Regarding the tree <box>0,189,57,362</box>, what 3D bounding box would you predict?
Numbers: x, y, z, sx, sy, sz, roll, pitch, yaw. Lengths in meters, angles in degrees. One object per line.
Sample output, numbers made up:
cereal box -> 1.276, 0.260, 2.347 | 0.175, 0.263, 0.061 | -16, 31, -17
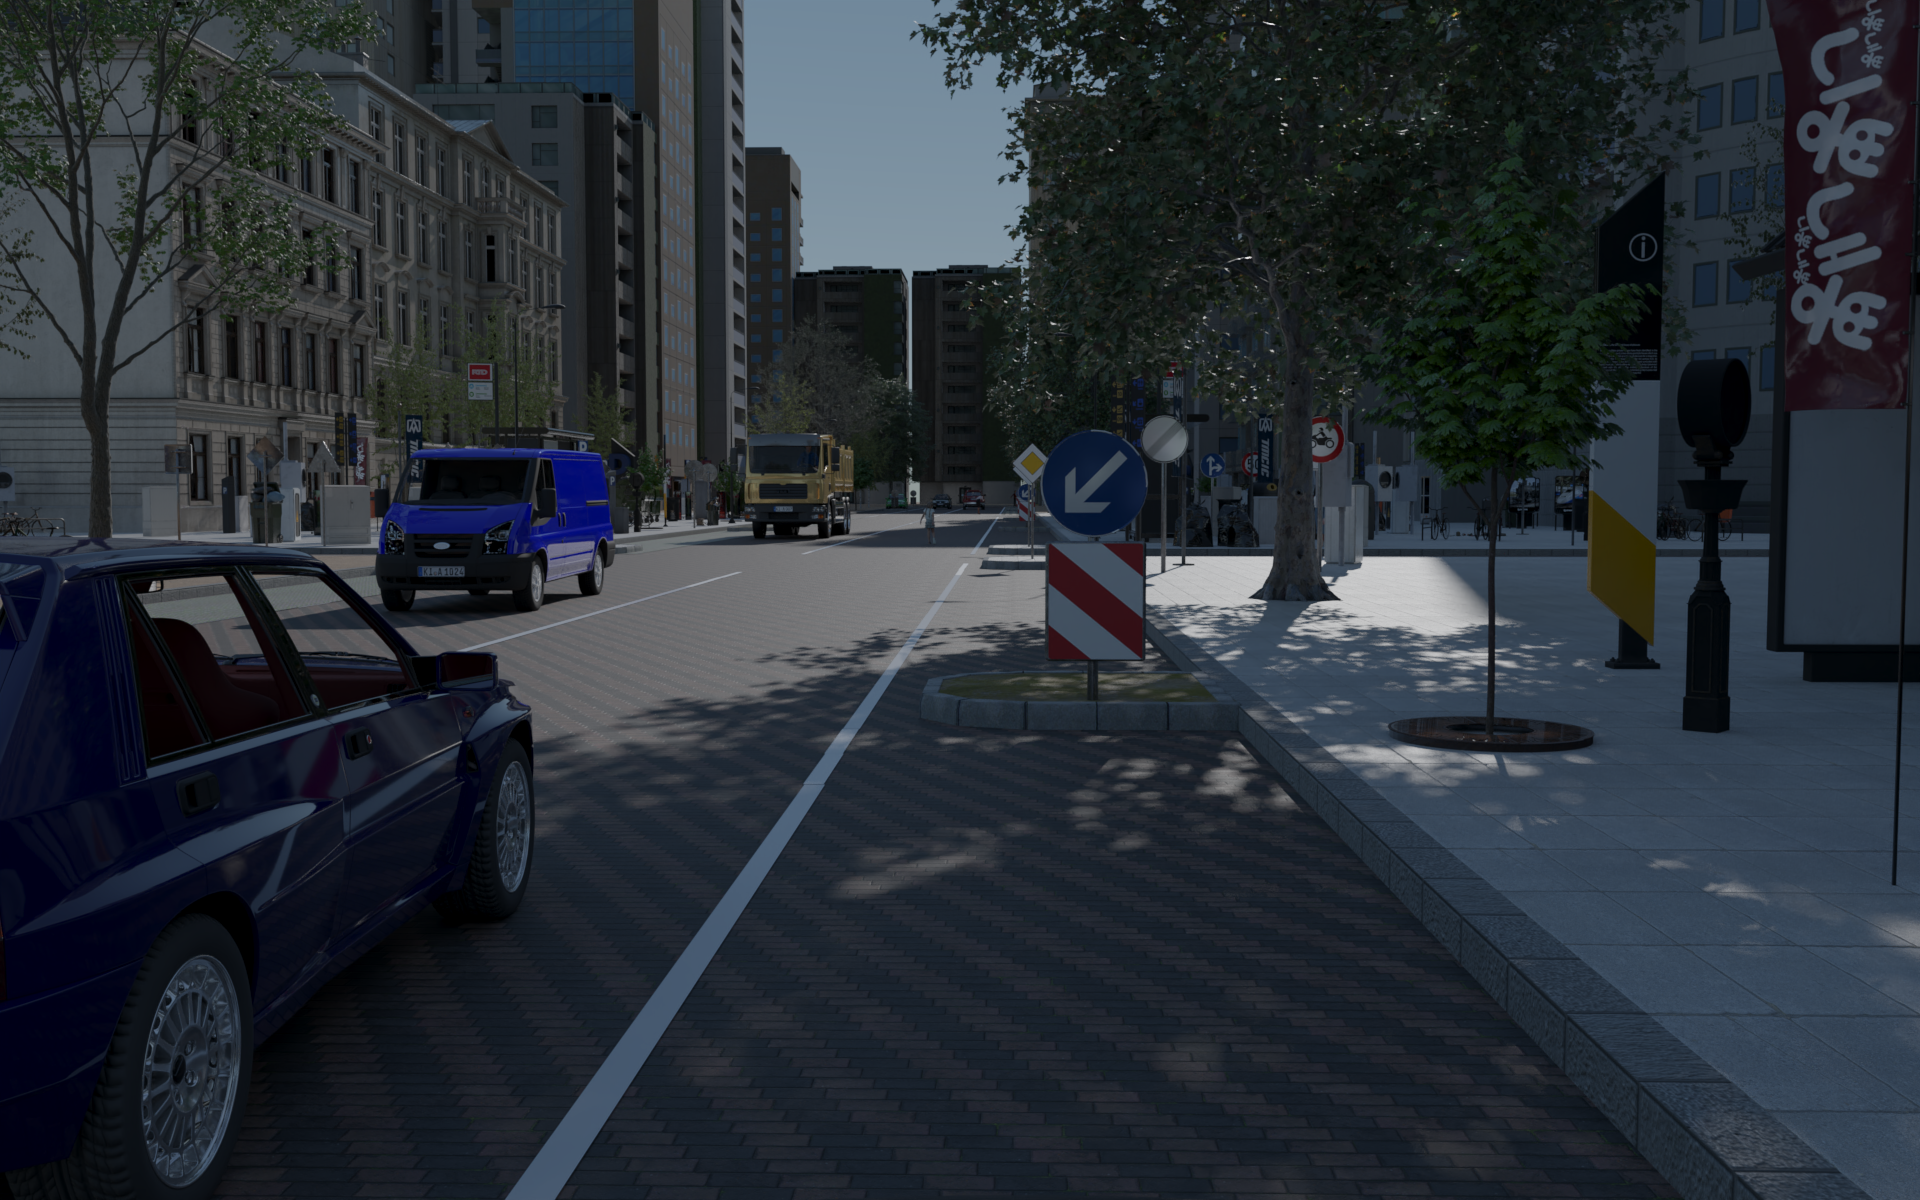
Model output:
tree -> -18.807, -4.943, 31.186 | 4.360, 8.622, 3.978 | 0, 3, 0

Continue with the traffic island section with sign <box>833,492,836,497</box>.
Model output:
traffic island section with sign -> -7.047, -5.227, 94.087 | 1.989, 1.847, 2.006 | 0, 4, 2

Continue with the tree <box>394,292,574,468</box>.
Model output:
tree -> -17.457, -6.944, 63.890 | 4.737, 8.622, 4.395 | 0, 3, 0

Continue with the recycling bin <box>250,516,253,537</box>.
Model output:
recycling bin -> -20.787, -2.410, 51.951 | 0.722, 1.027, 0.722 | 3, 4, 36

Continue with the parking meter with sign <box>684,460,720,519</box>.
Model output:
parking meter with sign -> -13.015, -5.585, 87.571 | 1.738, 3.016, 0.543 | 1, 4, 17

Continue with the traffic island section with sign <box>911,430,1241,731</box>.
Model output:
traffic island section with sign -> 0.747, -0.174, 11.465 | 1.989, 1.847, 2.006 | 0, 4, 2

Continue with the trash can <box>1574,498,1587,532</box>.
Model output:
trash can -> 21.085, -2.867, 58.528 | 0.748, 1.137, 0.748 | 0, 3, 0

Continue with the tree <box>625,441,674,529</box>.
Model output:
tree -> -11.556, -4.221, 63.608 | 1.663, 3.219, 1.824 | 0, 3, 0

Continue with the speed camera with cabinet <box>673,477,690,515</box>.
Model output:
speed camera with cabinet -> -17.197, -6.888, 106.953 | 0.660, 3.252, 2.038 | -1, 4, -23

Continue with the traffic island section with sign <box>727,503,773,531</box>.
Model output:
traffic island section with sign -> -7.893, -3.579, 67.145 | 1.989, 1.847, 2.006 | 0, 4, 2

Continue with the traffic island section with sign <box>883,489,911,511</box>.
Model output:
traffic island section with sign -> -5.430, -8.398, 145.927 | 1.989, 1.847, 2.006 | 0, 4, 2

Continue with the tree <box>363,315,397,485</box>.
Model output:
tree -> -21.905, -7.248, 68.872 | 4.737, 8.622, 4.395 | 0, 3, 0

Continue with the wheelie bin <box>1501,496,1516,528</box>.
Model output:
wheelie bin -> 21.034, -3.557, 66.058 | 0.693, 1.594, 0.980 | 0, 4, 3

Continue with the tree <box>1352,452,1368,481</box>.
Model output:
tree -> 21.804, -7.120, 100.123 | 4.285, 4.588, 4.351 | 0, 3, 0

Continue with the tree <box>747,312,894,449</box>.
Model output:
tree -> -9.323, -12.631, 116.885 | 12.009, 13.543, 11.850 | 0, 3, 0

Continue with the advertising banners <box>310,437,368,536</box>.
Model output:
advertising banners -> -19.089, -3.493, 53.306 | 2.074, 3.025, 0.090 | 1, 4, 16

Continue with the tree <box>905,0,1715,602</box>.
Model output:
tree -> 4.156, -6.339, 20.656 | 9.611, 12.733, 9.660 | 0, 3, 0

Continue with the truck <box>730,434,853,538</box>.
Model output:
truck -> -5.341, -3.799, 58.039 | 3.469, 3.379, 9.791 | 0, 4, 2

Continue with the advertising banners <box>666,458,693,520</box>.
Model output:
advertising banners -> -13.876, -5.452, 85.332 | 0.090, 3.025, 2.074 | 2, 4, 33

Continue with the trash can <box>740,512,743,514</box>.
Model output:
trash can -> -13.134, -5.542, 102.270 | 0.748, 1.137, 0.748 | 0, 3, 0

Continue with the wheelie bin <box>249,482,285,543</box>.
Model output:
wheelie bin -> -18.033, -2.272, 45.063 | 0.980, 1.594, 0.693 | 0, 4, 4

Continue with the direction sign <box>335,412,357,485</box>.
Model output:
direction sign -> -17.097, -3.443, 48.298 | 0.379, 3.537, 0.876 | 1, 4, 19

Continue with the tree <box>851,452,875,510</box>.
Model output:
tree -> -8.148, -9.321, 136.114 | 4.285, 4.588, 4.351 | 0, 3, 0

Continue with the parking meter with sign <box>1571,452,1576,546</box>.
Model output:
parking meter with sign -> 15.937, -2.832, 42.563 | 1.738, 3.016, 0.543 | 2, 4, 34

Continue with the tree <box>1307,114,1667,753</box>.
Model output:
tree -> 2.807, -0.873, 8.870 | 1.663, 3.219, 1.824 | 0, 3, 0

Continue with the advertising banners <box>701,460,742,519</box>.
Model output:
advertising banners -> -12.276, -5.690, 89.221 | 2.074, 3.025, 0.090 | -1, 4, -14

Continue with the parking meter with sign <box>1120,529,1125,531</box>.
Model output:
parking meter with sign -> 5.060, -3.904, 60.087 | 0.543, 3.016, 1.738 | -3, 4, -39

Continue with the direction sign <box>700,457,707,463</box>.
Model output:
direction sign -> -15.578, -6.929, 105.292 | 0.379, 3.537, 0.876 | 1, 4, 21

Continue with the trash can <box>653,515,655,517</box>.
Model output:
trash can -> -17.417, -5.229, 97.143 | 0.748, 1.137, 0.748 | 0, 3, 0

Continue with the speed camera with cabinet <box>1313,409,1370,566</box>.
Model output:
speed camera with cabinet -> 6.925, -2.277, 31.573 | 0.660, 3.252, 2.038 | 1, 4, 21

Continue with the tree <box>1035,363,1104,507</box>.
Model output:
tree -> 5.514, -8.494, 89.238 | 4.737, 8.622, 4.395 | 0, 3, 0

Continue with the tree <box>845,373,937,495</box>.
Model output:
tree -> -7.332, -16.778, 180.979 | 9.857, 13.997, 8.962 | 0, 3, 0

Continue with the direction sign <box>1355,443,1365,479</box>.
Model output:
direction sign -> 17.676, -5.179, 76.681 | 0.379, 3.537, 0.876 | -1, 4, -13

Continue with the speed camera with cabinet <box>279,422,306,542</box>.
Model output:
speed camera with cabinet -> -18.276, -3.233, 47.198 | 0.660, 3.252, 2.038 | -1, 4, -12

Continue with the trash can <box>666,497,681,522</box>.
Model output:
trash can -> -13.452, -4.249, 81.128 | 0.748, 1.137, 0.748 | 0, 3, 0

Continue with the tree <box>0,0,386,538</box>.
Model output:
tree -> -11.929, -5.999, 23.837 | 9.928, 11.665, 9.643 | 0, 3, 0

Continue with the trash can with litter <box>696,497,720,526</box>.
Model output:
trash can with litter -> -10.251, -3.593, 70.133 | 1.055, 1.170, 0.624 | 0, 4, 4

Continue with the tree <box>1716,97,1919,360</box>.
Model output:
tree -> 15.144, -4.868, 29.955 | 4.360, 8.622, 3.978 | 0, 3, 0

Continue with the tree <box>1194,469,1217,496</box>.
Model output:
tree -> 15.660, -7.001, 109.074 | 1.663, 3.219, 1.824 | 0, 3, 0

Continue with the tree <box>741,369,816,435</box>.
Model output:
tree -> -10.439, -9.270, 101.920 | 4.360, 8.622, 3.978 | 0, 3, 0

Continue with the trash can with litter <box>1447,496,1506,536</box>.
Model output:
trash can with litter -> 15.777, -2.559, 52.899 | 2.233, 1.210, 1.678 | -1, 4, -14

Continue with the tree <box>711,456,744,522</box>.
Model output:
tree -> -10.643, -5.287, 81.040 | 1.663, 3.219, 1.824 | 0, 3, 0

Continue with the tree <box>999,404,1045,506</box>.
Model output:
tree -> 8.882, -17.065, 185.675 | 9.857, 13.997, 8.962 | 0, 3, 0

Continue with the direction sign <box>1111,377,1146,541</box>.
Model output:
direction sign -> 3.149, -2.479, 32.521 | 0.379, 3.537, 0.876 | -3, 5, -40

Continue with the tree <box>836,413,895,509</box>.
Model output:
tree -> -8.827, -12.356, 152.384 | 4.737, 8.622, 4.395 | 0, 3, 0

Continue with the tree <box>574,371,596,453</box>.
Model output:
tree -> -19.433, -7.696, 76.198 | 4.737, 8.622, 4.395 | 0, 3, 0

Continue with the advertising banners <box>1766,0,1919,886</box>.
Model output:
advertising banners -> 3.576, -0.572, 5.548 | 2.074, 3.025, 0.090 | 0, 4, 5

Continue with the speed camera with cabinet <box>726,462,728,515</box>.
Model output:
speed camera with cabinet -> -13.775, -6.953, 108.015 | 2.038, 3.252, 0.660 | 1, 4, 18

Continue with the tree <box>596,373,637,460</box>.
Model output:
tree -> -21.094, -9.365, 103.485 | 4.737, 8.622, 4.395 | 0, 3, 0

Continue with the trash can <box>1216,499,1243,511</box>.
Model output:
trash can -> 7.530, -2.249, 48.427 | 0.748, 1.137, 0.748 | 0, 3, 0

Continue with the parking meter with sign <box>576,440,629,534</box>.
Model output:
parking meter with sign -> -11.553, -3.664, 56.165 | 1.738, 3.016, 0.543 | 1, 4, 23
